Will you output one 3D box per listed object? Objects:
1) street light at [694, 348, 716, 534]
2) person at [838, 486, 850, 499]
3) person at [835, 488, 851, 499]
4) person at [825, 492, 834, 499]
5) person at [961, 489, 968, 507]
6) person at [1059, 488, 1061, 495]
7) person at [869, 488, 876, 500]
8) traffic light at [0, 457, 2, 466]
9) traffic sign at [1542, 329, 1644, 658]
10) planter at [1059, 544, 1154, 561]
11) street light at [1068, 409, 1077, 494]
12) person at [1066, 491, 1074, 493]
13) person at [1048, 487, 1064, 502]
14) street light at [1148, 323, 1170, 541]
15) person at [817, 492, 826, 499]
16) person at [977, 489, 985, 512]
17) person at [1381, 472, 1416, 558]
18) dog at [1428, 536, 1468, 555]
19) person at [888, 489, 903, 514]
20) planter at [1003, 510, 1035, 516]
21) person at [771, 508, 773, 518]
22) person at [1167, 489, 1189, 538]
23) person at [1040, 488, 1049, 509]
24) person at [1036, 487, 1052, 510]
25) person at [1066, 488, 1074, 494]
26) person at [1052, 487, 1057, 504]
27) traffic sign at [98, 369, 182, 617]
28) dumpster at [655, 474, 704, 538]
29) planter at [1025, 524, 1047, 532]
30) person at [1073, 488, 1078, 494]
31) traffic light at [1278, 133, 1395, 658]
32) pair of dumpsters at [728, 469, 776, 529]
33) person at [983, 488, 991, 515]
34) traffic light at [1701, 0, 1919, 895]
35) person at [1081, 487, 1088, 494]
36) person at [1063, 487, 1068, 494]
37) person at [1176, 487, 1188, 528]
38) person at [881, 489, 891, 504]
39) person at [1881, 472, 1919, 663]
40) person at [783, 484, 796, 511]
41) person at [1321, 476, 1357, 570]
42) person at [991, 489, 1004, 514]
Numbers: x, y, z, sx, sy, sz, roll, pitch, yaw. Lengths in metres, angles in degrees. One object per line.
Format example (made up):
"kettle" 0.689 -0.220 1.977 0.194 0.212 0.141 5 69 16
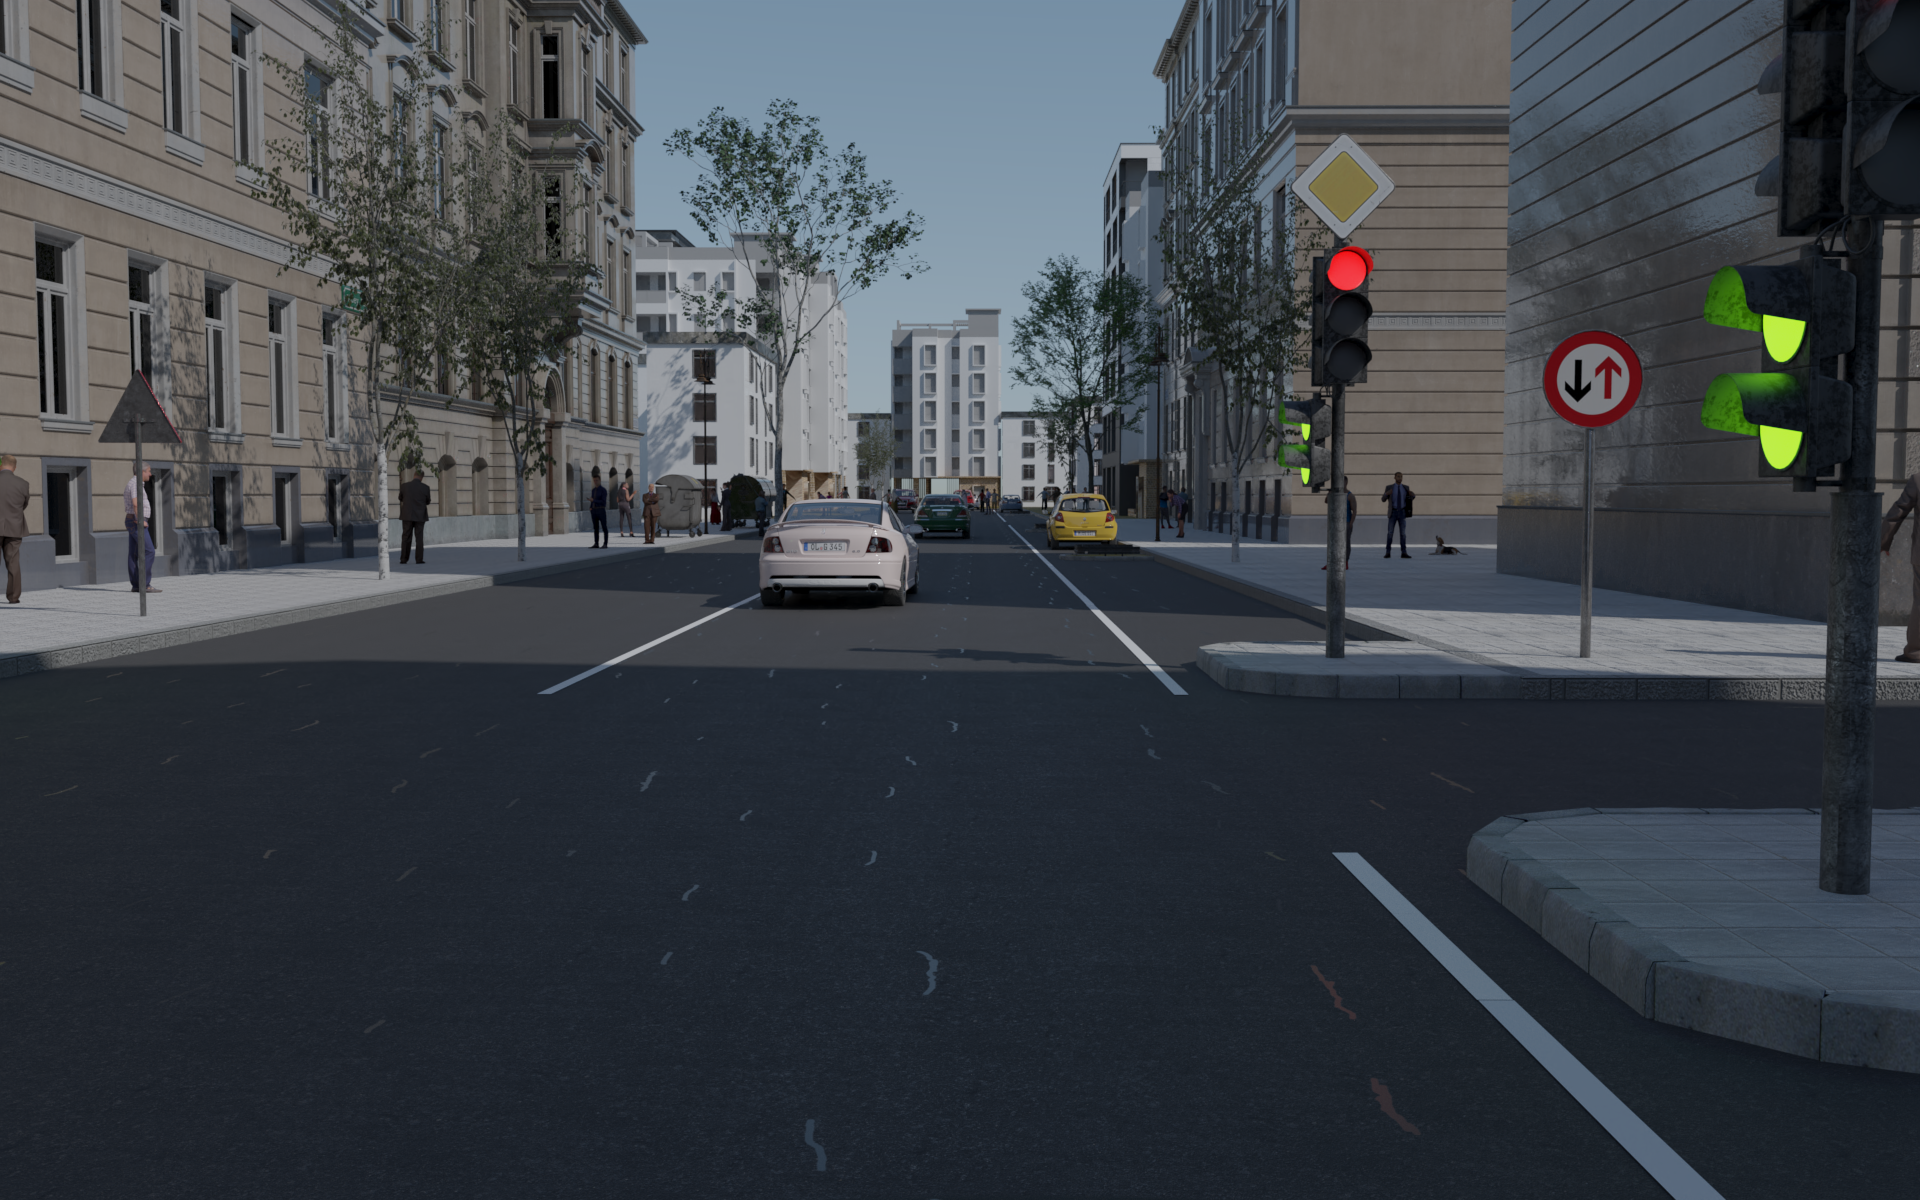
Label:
"street light" -8.108 -5.037 55.150 0.468 5.910 1.993 0 4 1
"person" -7.982 -6.951 119.687 0.705 1.824 1.348 2 4 32
"person" -8.949 -7.683 132.387 1.217 1.743 0.721 0 4 -3
"person" -7.659 -5.605 100.904 0.991 1.433 0.599 -2 4 -28
"person" 0.239 -6.224 110.934 0.621 1.740 0.551 0 4 6
"person" 9.380 -9.576 162.624 0.705 1.823 1.348 -1 4 -8
"person" -4.839 -5.286 95.475 0.434 1.755 0.990 -2 4 -24
"traffic light" -8.035 -1.488 13.576 0.839 4.213 0.868 0 4 1
"traffic sign" 4.905 -0.820 13.510 0.768 2.556 0.104 0 4 5
"planter" 3.200 -1.047 38.253 1.991 0.319 1.994 0 4 1
"street light" 5.678 -7.005 87.318 0.468 5.910 1.993 0 4 1
"person" 7.322 -6.626 114.459 1.350 1.814 0.705 -3 5 -41
"person" 6.037 -6.119 106.811 1.217 1.735 0.721 0 4 0
"street light" 5.371 -4.532 46.880 0.468 5.910 1.993 0 4 1
"person" -7.877 -5.482 98.910 0.421 1.427 0.697 3 5 44
"person" 1.783 -7.783 135.711 1.348 1.831 0.705 3 5 42
"person" 8.721 -1.688 34.461 0.655 1.722 0.431 0 4 5
"dog" 10.305 -1.151 36.550 0.748 0.427 0.550 2 4 30
"person" -3.615 -5.360 96.863 1.217 1.736 0.721 3 5 45
"planter" 3.964 -5.769 115.461 1.991 0.319 1.994 0 4 1
"person" -10.406 -5.414 94.555 0.705 1.826 1.348 1 4 12
"person" 6.366 -2.530 50.647 0.697 1.427 0.421 -2 4 -27
"person" 7.545 -8.982 152.907 0.705 1.823 1.348 -2 4 -33
"person" 6.815 -8.216 140.355 1.348 1.826 0.705 1 4 12
"person" 6.997 -6.308 110.103 0.541 1.710 0.530 0 4 -1
"person" 6.729 -7.146 123.025 0.705 1.807 1.348 1 4 11
"traffic sign" -8.566 -1.106 18.091 0.884 2.594 0.081 0 4 2
"dumpster" -8.345 -2.788 51.340 1.264 1.857 1.865 0 4 1
"planter" 3.473 -2.723 65.655 1.991 0.319 1.994 0 4 1
"person" 8.323 -7.361 127.071 1.217 1.739 0.721 1 4 21
"traffic light" 2.926 -1.483 13.484 0.839 4.213 0.868 0 4 1
"pair of dumpsters" -8.039 -3.909 66.408 1.574 2.255 4.436 0 4 1
"person" 1.819 -6.807 119.656 0.599 1.838 0.709 2 4 30
"traffic light" 2.847 -0.994 5.499 0.839 4.213 0.868 0 4 1
"person" 8.137 -6.446 112.143 1.217 1.736 0.721 0 4 -8
"person" 8.838 -8.355 142.638 1.348 1.826 0.705 3 4 37
"person" 8.323 -3.478 65.127 0.499 1.552 0.429 1 4 17
"person" -5.519 -7.709 134.549 1.348 1.824 0.705 0 4 5
"person" 7.448 -0.402 13.170 0.990 1.755 0.434 1 4 13
"person" -9.824 -5.563 96.623 1.348 1.869 0.705 -1 4 -21
"person" 6.412 -1.311 29.353 0.647 1.594 0.662 3 4 38
"person" 2.461 -7.072 124.126 1.348 1.824 0.705 0 4 7
